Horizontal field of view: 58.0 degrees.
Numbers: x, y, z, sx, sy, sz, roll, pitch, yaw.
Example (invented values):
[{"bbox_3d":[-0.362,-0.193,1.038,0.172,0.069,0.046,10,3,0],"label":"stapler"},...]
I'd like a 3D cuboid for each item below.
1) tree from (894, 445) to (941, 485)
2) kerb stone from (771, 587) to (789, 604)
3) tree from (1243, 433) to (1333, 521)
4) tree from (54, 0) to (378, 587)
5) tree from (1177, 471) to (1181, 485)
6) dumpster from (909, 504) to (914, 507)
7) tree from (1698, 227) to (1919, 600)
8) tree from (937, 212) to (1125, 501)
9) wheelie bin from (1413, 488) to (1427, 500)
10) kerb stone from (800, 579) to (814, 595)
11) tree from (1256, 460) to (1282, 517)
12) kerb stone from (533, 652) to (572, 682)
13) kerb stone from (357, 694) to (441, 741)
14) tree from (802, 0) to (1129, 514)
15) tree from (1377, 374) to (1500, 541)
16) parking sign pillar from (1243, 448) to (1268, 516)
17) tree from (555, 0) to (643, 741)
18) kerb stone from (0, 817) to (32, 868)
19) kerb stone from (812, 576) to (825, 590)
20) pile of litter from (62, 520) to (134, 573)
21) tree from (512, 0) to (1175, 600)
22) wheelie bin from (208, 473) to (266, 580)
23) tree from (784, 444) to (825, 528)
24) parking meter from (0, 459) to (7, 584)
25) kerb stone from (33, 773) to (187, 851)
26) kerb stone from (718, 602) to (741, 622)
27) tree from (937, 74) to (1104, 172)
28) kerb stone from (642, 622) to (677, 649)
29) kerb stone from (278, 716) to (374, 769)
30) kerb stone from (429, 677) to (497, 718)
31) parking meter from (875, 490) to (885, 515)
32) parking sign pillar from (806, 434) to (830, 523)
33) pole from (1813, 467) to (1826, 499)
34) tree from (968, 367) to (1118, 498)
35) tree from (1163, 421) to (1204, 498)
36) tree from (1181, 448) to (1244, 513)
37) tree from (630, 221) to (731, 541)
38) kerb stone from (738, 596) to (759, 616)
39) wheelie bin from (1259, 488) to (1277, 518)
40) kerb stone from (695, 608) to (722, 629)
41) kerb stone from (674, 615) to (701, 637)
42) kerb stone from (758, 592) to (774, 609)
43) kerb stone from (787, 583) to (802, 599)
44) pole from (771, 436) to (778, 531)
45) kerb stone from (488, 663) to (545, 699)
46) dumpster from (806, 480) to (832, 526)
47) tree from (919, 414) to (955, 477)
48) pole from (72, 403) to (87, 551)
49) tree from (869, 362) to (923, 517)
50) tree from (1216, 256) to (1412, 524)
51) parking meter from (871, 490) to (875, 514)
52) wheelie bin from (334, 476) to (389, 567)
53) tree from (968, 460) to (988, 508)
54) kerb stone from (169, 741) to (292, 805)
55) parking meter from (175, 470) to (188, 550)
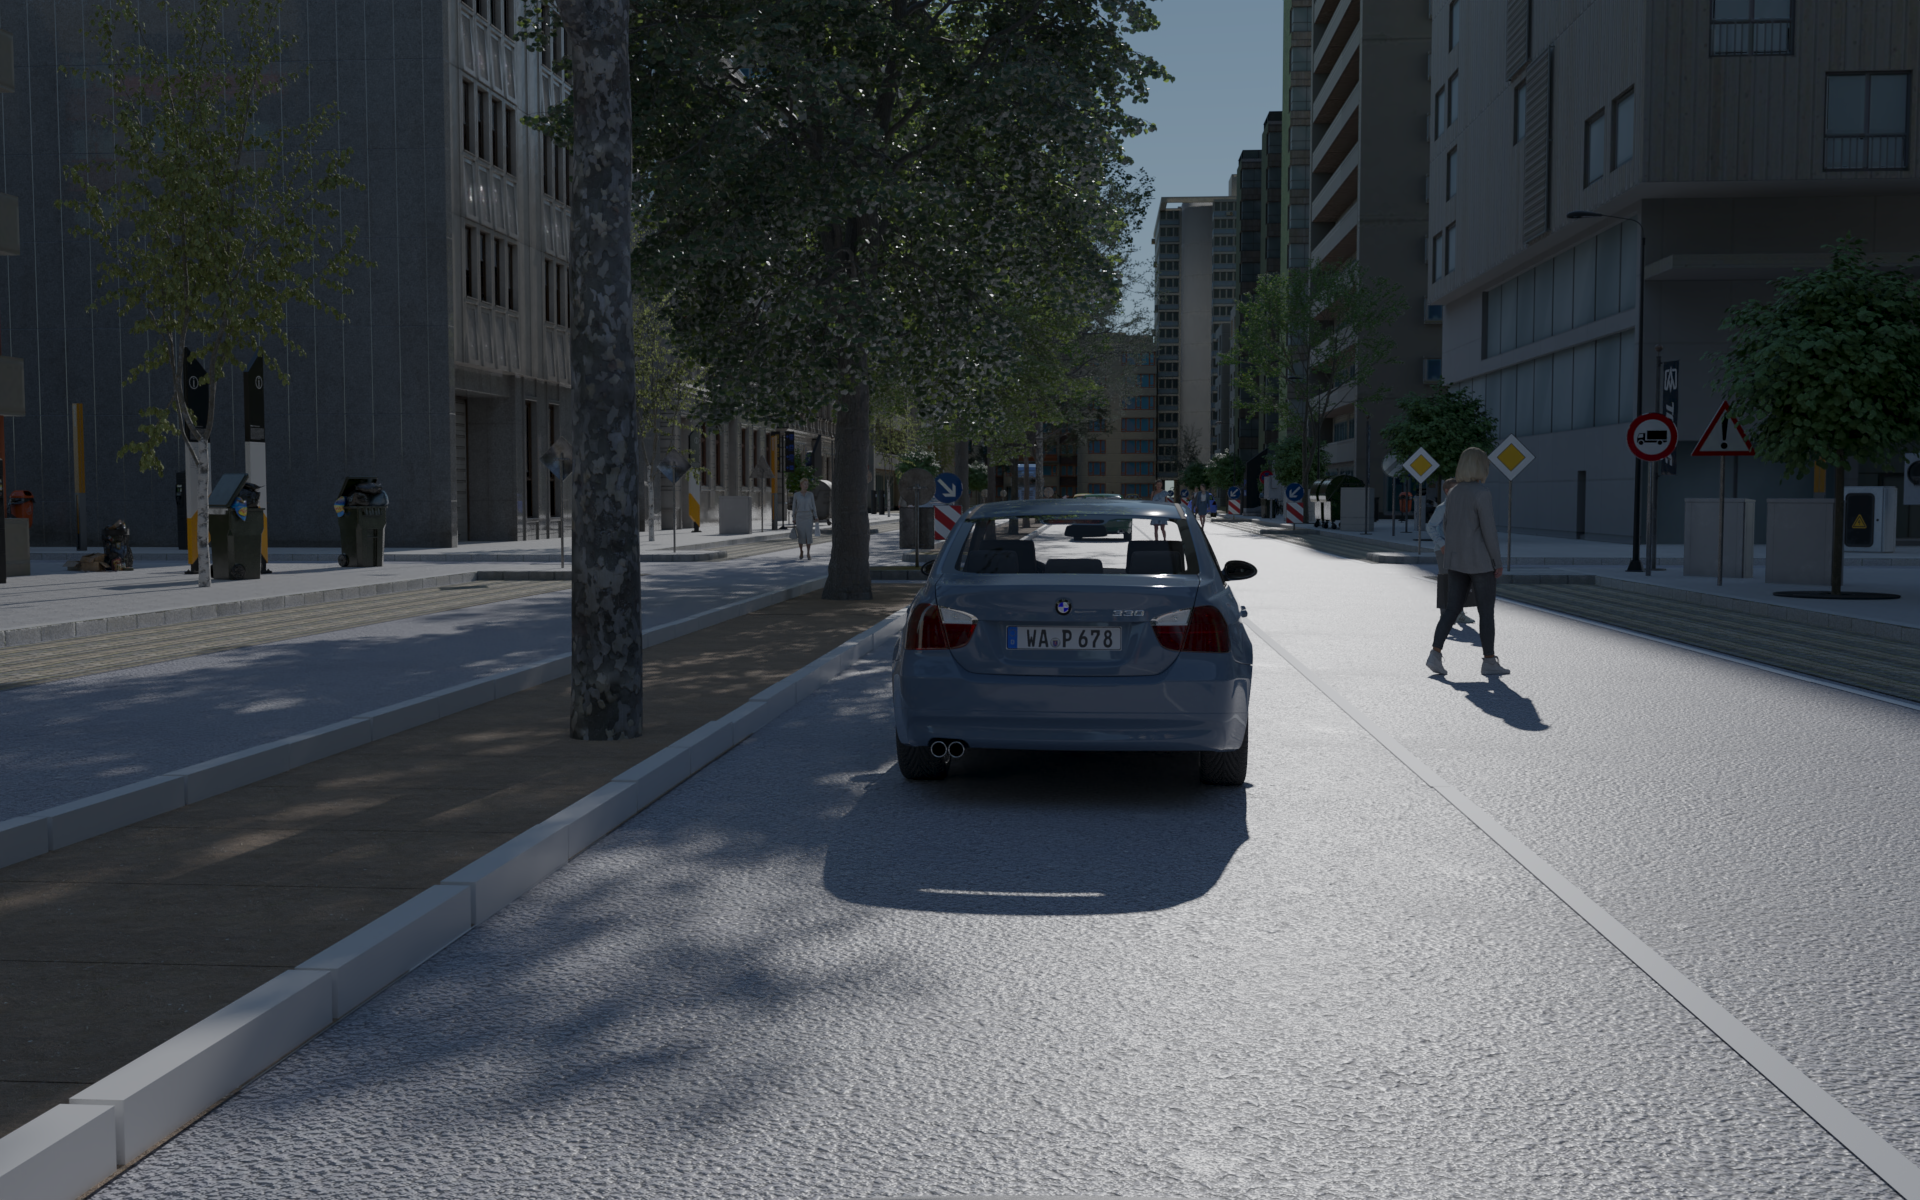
[{"bbox_3d":[-2.825,-7.889,112.703,4.285,4.588,4.351,0,3,0],"label":"tree"},{"bbox_3d":[-2.429,-0.032,22.719,0.120,0.150,1.000,0,4,5],"label":"kerb stone"},{"bbox_3d":[16.195,-6.079,83.108,4.285,4.588,4.351,0,3,0],"label":"tree"},{"bbox_3d":[-10.407,-4.499,23.918,4.737,8.622,4.395,0,3,0],"label":"tree"},{"bbox_3d":[21.209,-10.446,154.509,4.285,4.588,4.351,0,3,0],"label":"tree"},{"bbox_3d":[-2.868,-6.383,106.862,1.502,2.255,1.985,0,4,4],"label":"dumpster"},{"bbox_3d":[10.902,-2.317,21.605,4.285,4.588,4.351,0,3,0],"label":"tree"},{"bbox_3d":[1.978,-8.083,60.376,9.928,11.665,9.643,0,3,0],"label":"tree"},{"bbox_3d":[22.704,-4.707,84.860,0.980,1.594,0.693,1,4,16],"label":"wheelie bin"},{"bbox_3d":[-2.267,-0.157,24.765,0.120,0.150,1.000,0,4,5],"label":"kerb stone"},{"bbox_3d":[17.239,-6.307,97.727,1.663,3.219,1.824,0,3,0],"label":"tree"},{"bbox_3d":[-3.161,0.530,13.529,0.120,0.150,1.000,0,4,5],"label":"kerb stone"},{"bbox_3d":[-3.400,0.717,10.472,0.120,0.150,1.000,0,4,5],"label":"kerb stone"},{"bbox_3d":[-0.046,-7.277,39.565,7.486,12.596,7.792,0,3,0],"label":"tree"},{"bbox_3d":[13.216,-3.911,47.662,4.285,4.588,4.351,0,3,0],"label":"tree"},{"bbox_3d":[17.164,-6.858,100.594,1.447,3.967,1.447,-1,4,-14],"label":"parking sign pillar"},{"bbox_3d":[-3.222,-9.308,10.529,12.611,20.169,13.585,0,3,0],"label":"tree"},{"bbox_3d":[-3.722,0.967,6.386,0.120,0.150,1.000,0,4,5],"label":"kerb stone"},{"bbox_3d":[-2.189,-0.220,25.787,0.120,0.150,1.000,0,4,5],"label":"kerb stone"},{"bbox_3d":[-14.428,-0.922,29.040,1.176,0.858,1.719,-1,4,-10],"label":"pile of litter"},{"bbox_3d":[-1.524,-6.977,23.186,9.857,13.997,8.962,0,3,0],"label":"tree"},{"bbox_3d":[-10.928,-1.114,26.124,0.980,1.594,0.693,2,4,35],"label":"wheelie bin"},{"bbox_3d":[-6.211,-4.355,65.800,1.663,3.219,1.824,0,3,0],"label":"tree"},{"bbox_3d":[-13.866,-1.166,24.783,0.399,1.863,0.255,3,5,42],"label":"parking meter"},{"bbox_3d":[-3.639,0.908,7.411,0.120,0.150,1.000,0,4,5],"label":"kerb stone"},{"bbox_3d":[-2.674,0.155,19.663,0.120,0.150,1.000,0,4,5],"label":"kerb stone"},{"bbox_3d":[0.904,-8.348,49.321,12.009,13.543,11.850,0,3,0],"label":"tree"},{"bbox_3d":[-2.914,0.346,16.589,0.120,0.150,1.000,0,4,5],"label":"kerb stone"},{"bbox_3d":[-3.483,0.788,9.452,0.120,0.150,1.000,0,4,5],"label":"kerb stone"},{"bbox_3d":[-3.324,0.655,11.491,0.120,0.150,1.000,0,4,5],"label":"kerb stone"},{"bbox_3d":[-4.836,-6.038,107.135,0.372,1.533,0.369,0,3,0],"label":"parking meter"},{"bbox_3d":[-6.551,-5.449,77.563,1.447,3.967,1.447,1,4,9],"label":"parking sign pillar"},{"bbox_3d":[13.838,-2.080,27.859,0.158,3.312,0.155,0,3,0],"label":"pole"},{"bbox_3d":[4.549,-9.724,95.863,8.767,10.594,7.601,0,4,5],"label":"tree"},{"bbox_3d":[22.857,-13.782,175.705,4.360,8.622,3.978,0,3,0],"label":"tree"},{"bbox_3d":[18.477,-8.344,120.134,4.285,4.588,4.351,0,3,0],"label":"tree"},{"bbox_3d":[-8.298,-5.887,46.620,4.360,8.622,3.978,0,3,0],"label":"tree"},{"bbox_3d":[-2.586,0.093,20.681,0.120,0.150,1.000,0,4,5],"label":"kerb stone"},{"bbox_3d":[16.216,-5.102,91.330,0.980,1.594,0.693,-1,4,-17],"label":"wheelie bin"},{"bbox_3d":[-2.751,0.218,18.626,0.120,0.150,1.000,0,4,5],"label":"kerb stone"},{"bbox_3d":[-2.832,0.288,17.608,0.120,0.150,1.000,0,4,5],"label":"kerb stone"},{"bbox_3d":[-2.513,0.032,21.700,0.120,0.150,1.000,0,4,5],"label":"kerb stone"},{"bbox_3d":[-2.347,-0.095,23.746,0.120,0.150,1.000,0,4,5],"label":"kerb stone"},{"bbox_3d":[-6.522,-4.098,60.850,0.158,3.312,0.155,0,3,0],"label":"pole"},{"bbox_3d":[-3.238,0.594,12.509,0.120,0.150,1.000,0,4,5],"label":"kerb stone"},{"bbox_3d":[-5.759,-3.985,70.914,1.264,1.857,1.865,0,4,5],"label":"dumpster"},{"bbox_3d":[-1.462,-11.103,131.901,4.737,8.622,4.395,0,3,0],"label":"tree"},{"bbox_3d":[-19.851,-2.765,39.052,0.158,3.312,0.155,0,3,0],"label":"pole"},{"bbox_3d":[-3.932,-8.900,95.882,4.360,8.622,3.978,0,3,0],"label":"tree"},{"bbox_3d":[15.072,-9.099,74.521,9.928,11.665,9.643,0,3,0],"label":"tree"},{"bbox_3d":[-5.452,-6.198,109.743,0.372,1.533,0.369,0,3,0],"label":"parking meter"},{"bbox_3d":[-10.511,-1.385,30.548,0.693,1.594,0.980,2,4,34],"label":"wheelie bin"},{"bbox_3d":[1.932,-11.887,178.058,4.285,4.588,4.351,0,3,0],"label":"tree"},{"bbox_3d":[-3.555,0.844,8.432,0.120,0.150,1.000,0,4,5],"label":"kerb stone"},{"bbox_3d":[-17.808,-2.090,39.875,0.255,1.863,0.399,2,4,30],"label":"parking meter"}]
